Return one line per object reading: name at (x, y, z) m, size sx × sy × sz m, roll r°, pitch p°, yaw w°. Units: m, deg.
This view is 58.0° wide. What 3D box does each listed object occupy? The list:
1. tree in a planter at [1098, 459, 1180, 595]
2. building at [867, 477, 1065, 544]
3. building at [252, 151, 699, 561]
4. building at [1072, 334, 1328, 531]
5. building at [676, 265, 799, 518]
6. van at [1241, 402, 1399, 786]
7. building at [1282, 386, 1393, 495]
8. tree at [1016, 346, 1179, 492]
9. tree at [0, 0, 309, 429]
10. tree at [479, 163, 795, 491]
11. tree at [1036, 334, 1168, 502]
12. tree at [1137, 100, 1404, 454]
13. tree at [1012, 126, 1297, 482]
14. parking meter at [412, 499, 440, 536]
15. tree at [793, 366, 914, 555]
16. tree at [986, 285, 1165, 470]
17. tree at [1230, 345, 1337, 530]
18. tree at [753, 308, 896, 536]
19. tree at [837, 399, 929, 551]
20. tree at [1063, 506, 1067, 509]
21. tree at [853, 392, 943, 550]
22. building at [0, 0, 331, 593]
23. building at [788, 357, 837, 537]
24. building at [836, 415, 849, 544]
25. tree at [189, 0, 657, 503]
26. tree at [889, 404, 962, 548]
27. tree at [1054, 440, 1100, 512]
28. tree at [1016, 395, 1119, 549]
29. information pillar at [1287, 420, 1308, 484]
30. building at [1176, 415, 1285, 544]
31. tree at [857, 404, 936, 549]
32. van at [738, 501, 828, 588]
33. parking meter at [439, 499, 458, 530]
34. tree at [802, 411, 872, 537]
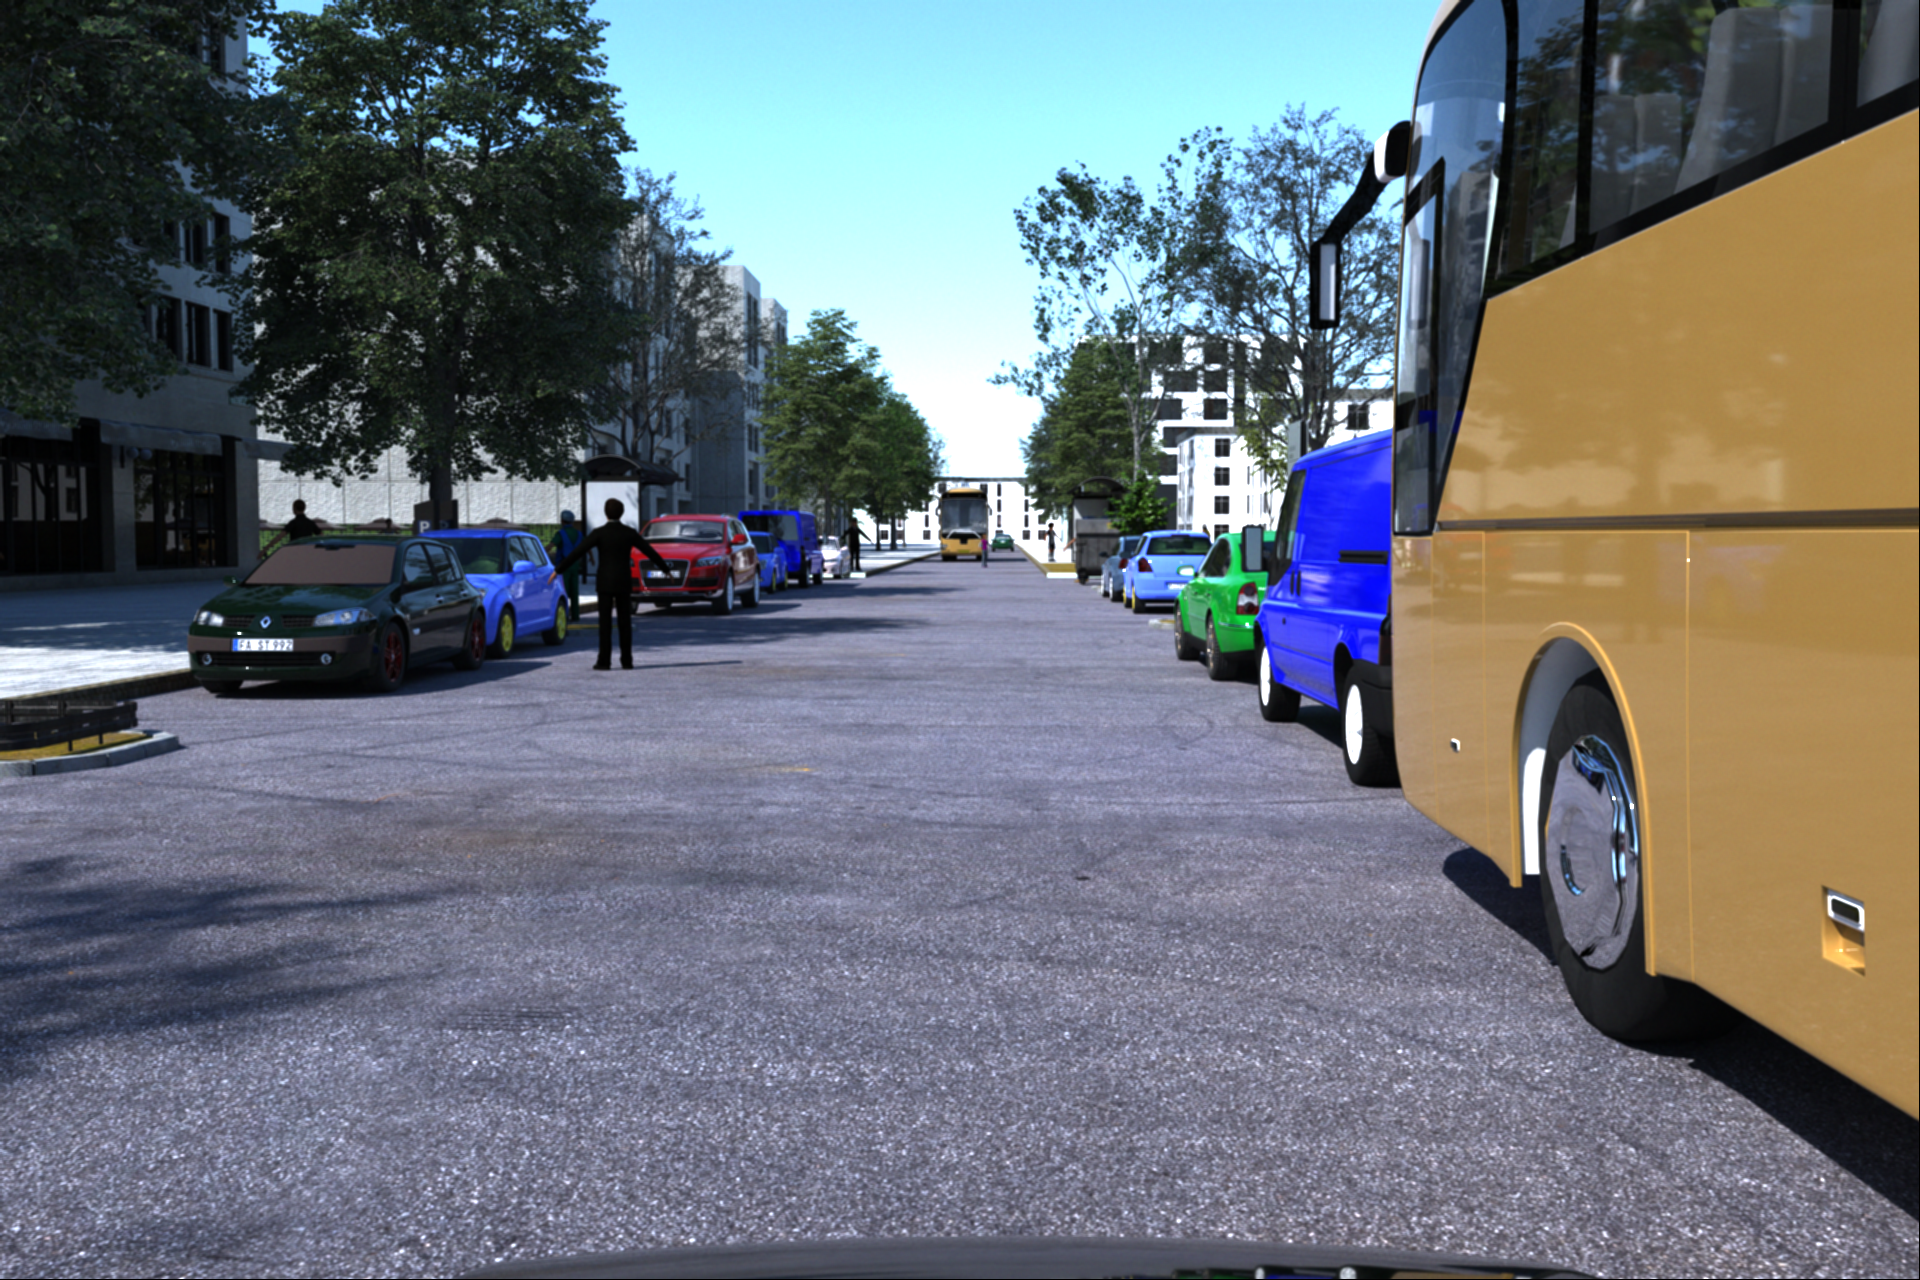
tree in a planter at (4.302, -2.692, 41.237) m, size 1.991 × 3.239 × 1.994 m, roll 0°, pitch 4°, yaw 2°
building at (0.920, -18.839, 252.617) m, size 28.070 × 9.664 × 9.099 m, roll 1°, pitch 4°, yaw 11°
building at (-25.580, -14.051, 96.185) m, size 16.747 × 18.905 × 31.486 m, roll 0°, pitch 4°, yaw 1°
building at (26.253, -21.352, 193.082) m, size 27.936 × 21.610 × 32.646 m, roll 0°, pitch 4°, yaw 1°
building at (-22.232, -16.107, 129.814) m, size 16.747 × 18.905 × 31.486 m, roll 0°, pitch 4°, yaw 1°
van at (3.210, -0.435, 11.493) m, size 2.240 × 2.365 × 5.245 m, roll 0°, pitch 4°, yaw 1°
building at (25.274, -9.644, 99.821) m, size 9.099 × 9.664 × 28.070 m, roll 0°, pitch 4°, yaw 2°
tree at (8.740, -12.335, 112.041) m, size 12.009 × 13.543 × 11.850 m, roll 0°, pitch 3°, yaw 0°
tree at (-12.058, -6.876, 19.086) m, size 9.857 × 13.997 × 8.962 m, roll 0°, pitch 3°, yaw 0°
tree at (-10.639, -8.956, 56.804) m, size 12.009 × 13.543 × 11.850 m, roll 0°, pitch 3°, yaw 0°
tree at (8.025, -11.065, 99.042) m, size 7.486 × 12.596 × 7.792 m, roll 0°, pitch 3°, yaw 0°
tree at (10.084, -8.477, 48.965) m, size 12.009 × 13.543 × 11.850 m, roll 0°, pitch 3°, yaw 0°
tree at (9.625, -13.687, 79.678) m, size 12.611 × 20.169 × 13.585 m, roll 0°, pitch 3°, yaw 0°
parking meter at (-8.850, -1.409, 28.748) m, size 0.399 × 1.863 × 0.255 m, roll 0°, pitch 4°, yaw 2°
tree at (-6.678, -11.021, 105.954) m, size 9.928 × 11.665 × 9.643 m, roll 0°, pitch 3°, yaw 0°
tree at (8.576, -16.960, 133.177) m, size 12.611 × 20.169 × 13.585 m, roll 0°, pitch 3°, yaw 0°
tree at (12.319, -7.166, 67.525) m, size 4.737 × 8.622 × 4.395 m, roll 0°, pitch 3°, yaw 0°
tree at (-6.864, -10.331, 87.047) m, size 7.486 × 12.596 × 7.792 m, roll 0°, pitch 3°, yaw 0°
tree at (-6.037, -12.440, 129.155) m, size 9.928 × 11.665 × 9.643 m, roll 0°, pitch 3°, yaw 0°
tree at (10.380, -12.810, 159.808) m, size 4.737 × 8.622 × 4.395 m, roll 0°, pitch 3°, yaw 0°
tree at (-5.150, -13.478, 138.500) m, size 7.486 × 12.596 × 7.792 m, roll 0°, pitch 3°, yaw 0°
building at (-30.413, -14.187, 34.118) m, size 24.374 × 26.755 × 37.873 m, roll 0°, pitch 4°, yaw 2°
building at (-23.076, -21.323, 179.551) m, size 19.493 × 23.208 × 18.063 m, roll 0°, pitch 4°, yaw 2°
building at (-22.710, -21.005, 209.896) m, size 16.747 × 18.905 × 31.486 m, roll 0°, pitch 4°, yaw 1°
tree at (-10.863, -7.919, 36.132) m, size 9.857 × 13.997 × 8.962 m, roll 0°, pitch 3°, yaw 0°
tree at (-5.289, -15.442, 162.839) m, size 12.009 × 13.543 × 11.850 m, roll 0°, pitch 3°, yaw 0°
tree at (8.808, -10.579, 123.336) m, size 4.737 × 8.622 × 4.395 m, roll 0°, pitch 3°, yaw 0°
tree at (9.478, -14.883, 149.995) m, size 9.857 × 13.997 × 8.962 m, roll 0°, pitch 3°, yaw 0°
information pillar at (7.105, -2.766, 36.539) m, size 0.184 × 3.620 × 1.656 m, roll 0°, pitch 4°, yaw 2°
building at (22.778, -11.791, 134.923) m, size 9.099 × 9.664 × 28.070 m, roll 0°, pitch 4°, yaw 1°
tree at (-5.711, -14.196, 150.238) m, size 7.486 × 12.596 × 7.792 m, roll 0°, pitch 3°, yaw 0°
van at (-4.888, -2.634, 47.453) m, size 2.240 × 2.365 × 5.245 m, roll 0°, pitch 4°, yaw 2°
parking meter at (-8.672, -1.436, 29.197) m, size 0.399 × 1.863 × 0.255 m, roll 0°, pitch 4°, yaw 1°
tree at (-6.929, -8.943, 96.582) m, size 4.737 × 8.622 × 4.395 m, roll 0°, pitch 3°, yaw 0°
